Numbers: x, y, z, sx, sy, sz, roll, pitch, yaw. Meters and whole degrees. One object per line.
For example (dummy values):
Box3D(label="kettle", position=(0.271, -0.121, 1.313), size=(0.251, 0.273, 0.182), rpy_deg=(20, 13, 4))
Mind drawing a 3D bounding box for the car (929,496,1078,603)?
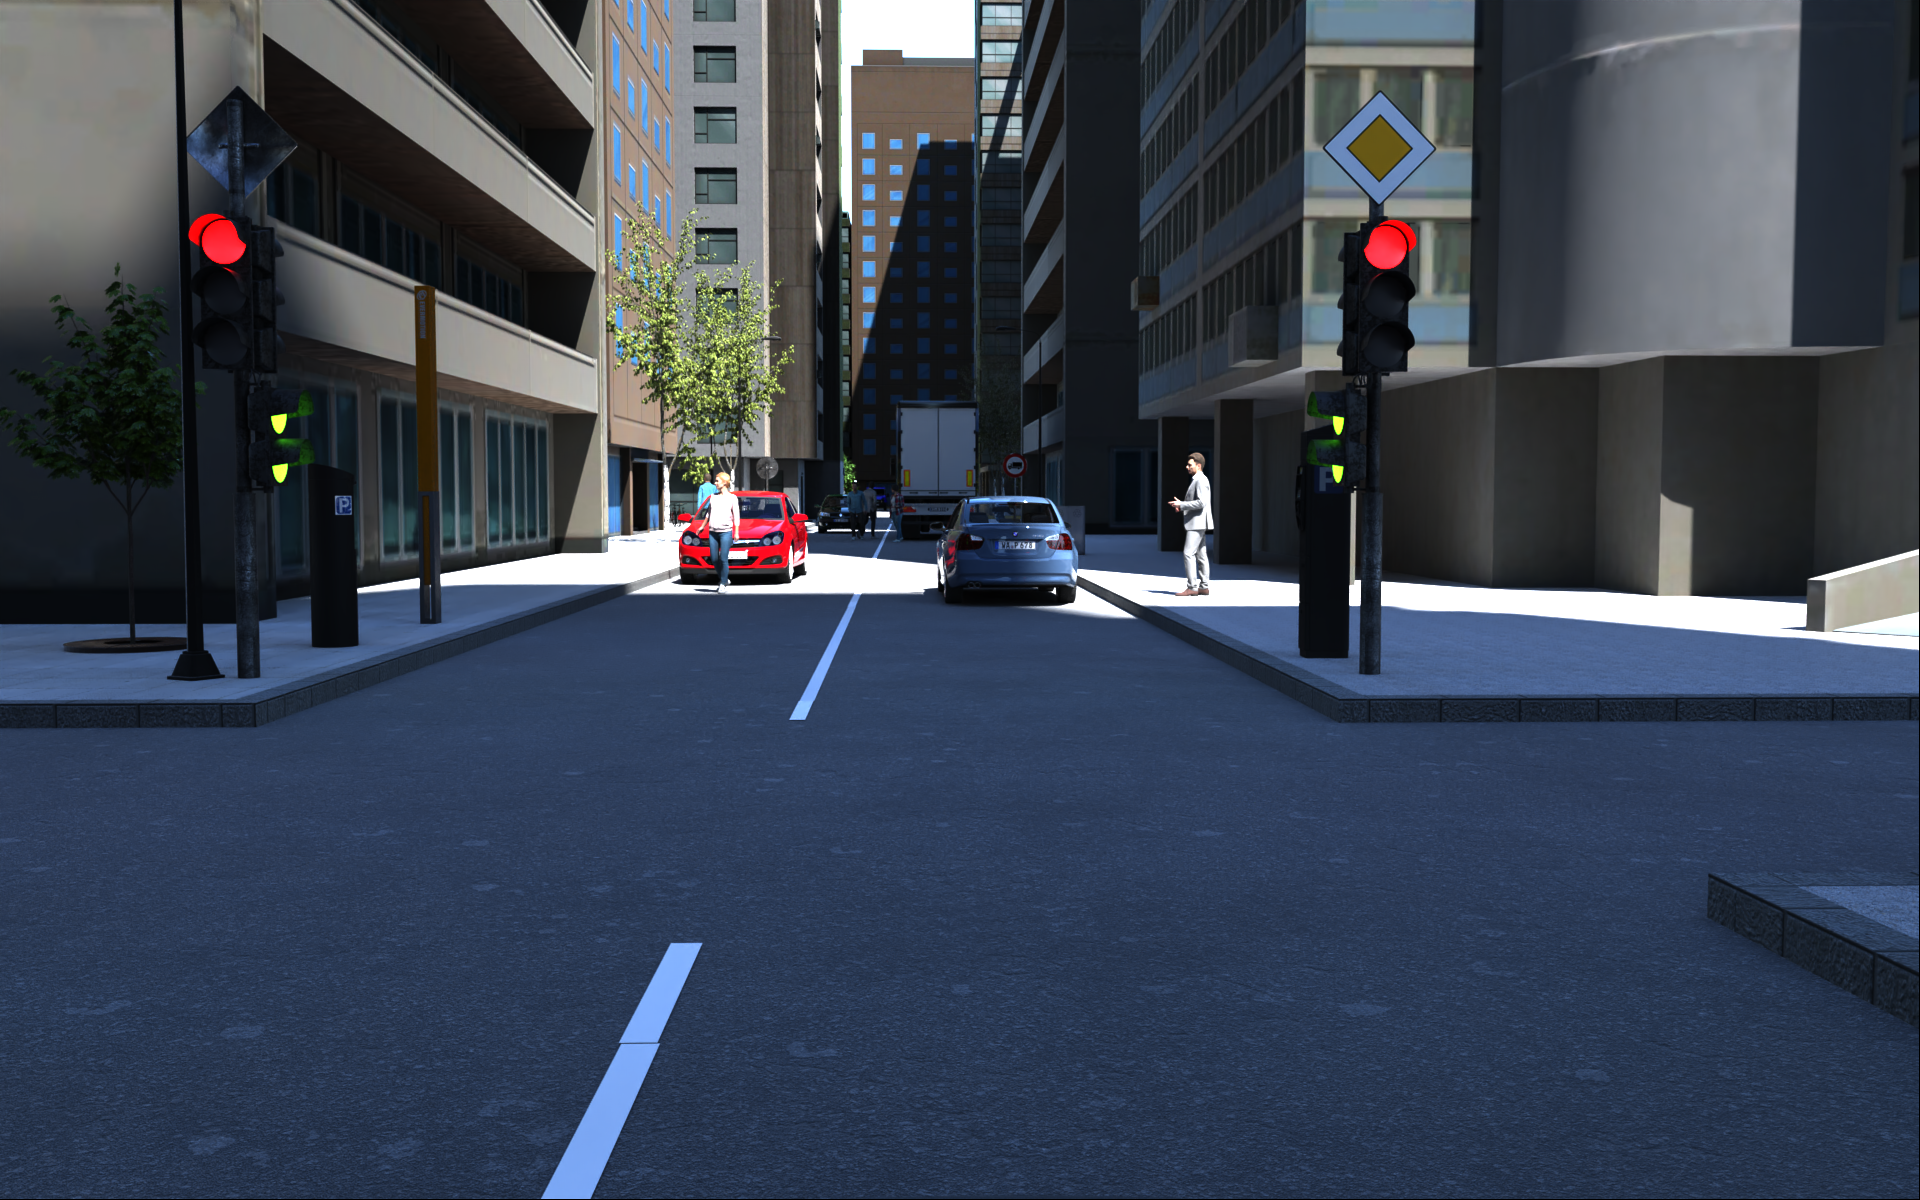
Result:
Box3D(label="car", position=(0.598, -0.736, 24.035), size=(2.014, 1.417, 4.499), rpy_deg=(0, 4, -3))

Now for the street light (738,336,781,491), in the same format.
Box3D(label="street light", position=(-5.960, -4.808, 51.144), size=(1.470, 5.913, 1.316), rpy_deg=(0, 4, -2))

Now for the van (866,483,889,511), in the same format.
Box3D(label="van", position=(-7.303, -8.930, 150.392), size=(2.240, 2.365, 5.245), rpy_deg=(0, 4, -3))

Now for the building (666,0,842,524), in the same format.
Box3D(label="building", position=(-12.685, -18.842, 79.768), size=(14.160, 30.474, 14.107), rpy_deg=(0, 4, -2))

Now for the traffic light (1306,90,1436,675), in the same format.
Box3D(label="traffic light", position=(2.906, -1.427, 12.245), size=(0.839, 4.253, 0.868), rpy_deg=(0, 4, -2))

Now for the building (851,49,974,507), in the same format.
Box3D(label="building", position=(-3.836, -32.306, 178.318), size=(14.200, 45.320, 14.600), rpy_deg=(0, 4, -2))

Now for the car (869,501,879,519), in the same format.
Box3D(label="car", position=(-5.703, -5.542, 100.403), size=(2.009, 1.686, 4.222), rpy_deg=(0, 4, -1))

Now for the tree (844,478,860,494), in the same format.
Box3D(label="tree", position=(-10.266, -10.278, 162.645), size=(1.663, 3.219, 1.824), rpy_deg=(0, 3, 0))

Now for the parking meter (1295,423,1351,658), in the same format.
Box3D(label="parking meter", position=(2.846, -0.482, 13.594), size=(0.399, 1.863, 0.255), rpy_deg=(0, 3, 0))

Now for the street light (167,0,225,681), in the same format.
Box3D(label="street light", position=(-4.773, -2.406, 11.880), size=(1.470, 5.913, 1.316), rpy_deg=(0, 4, -2))

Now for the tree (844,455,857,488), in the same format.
Box3D(label="tree", position=(-8.821, -8.294, 119.322), size=(4.285, 4.588, 4.351), rpy_deg=(0, 3, 0))

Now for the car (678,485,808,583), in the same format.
Box3D(label="car", position=(-3.586, -1.226, 29.086), size=(2.155, 1.783, 4.494), rpy_deg=(0, 3, 0))

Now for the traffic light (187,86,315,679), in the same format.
Box3D(label="traffic light", position=(-4.951, -1.411, 11.983), size=(0.839, 4.253, 0.868), rpy_deg=(0, 4, -2))

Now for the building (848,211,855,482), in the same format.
Box3D(label="building", position=(-17.995, -24.894, 178.720), size=(14.107, 30.474, 14.160), rpy_deg=(0, 4, -2))

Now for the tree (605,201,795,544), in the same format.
Box3D(label="tree", position=(-7.313, -5.749, 44.360), size=(4.737, 8.622, 4.395), rpy_deg=(0, 3, 0))

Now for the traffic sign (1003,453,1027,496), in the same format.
Box3D(label="traffic sign", position=(1.713, -3.297, 54.009), size=(0.768, 2.556, 0.104), rpy_deg=(0, 4, -1))

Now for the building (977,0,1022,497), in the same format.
Box3D(label="building", position=(8.230, -27.168, 127.794), size=(14.154, 41.232, 14.086), rpy_deg=(0, 4, -2))

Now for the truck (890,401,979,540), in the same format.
Box3D(label="truck", position=(-0.894, -4.207, 57.704), size=(2.839, 4.237, 11.283), rpy_deg=(0, 4, -2))

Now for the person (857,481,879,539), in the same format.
Box3D(label="person", position=(-2.945, -2.891, 55.617), size=(0.661, 1.843, 0.795), rpy_deg=(3, 5, 41))

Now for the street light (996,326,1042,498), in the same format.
Box3D(label="street light", position=(1.684, -4.621, 48.089), size=(1.470, 5.913, 1.316), rpy_deg=(0, 4, -2))

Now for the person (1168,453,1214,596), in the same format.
Box3D(label="person", position=(2.899, -0.954, 21.838), size=(0.583, 1.804, 0.606), rpy_deg=(0, 3, 0))

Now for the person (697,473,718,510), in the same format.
Box3D(label="person", position=(-6.114, -2.189, 42.177), size=(0.601, 1.785, 0.444), rpy_deg=(-1, 4, -21))

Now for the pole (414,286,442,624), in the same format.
Box3D(label="pole", position=(-5.250, -1.422, 17.085), size=(0.158, 3.312, 0.155), rpy_deg=(0, 3, 0))

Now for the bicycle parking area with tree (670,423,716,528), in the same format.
Box3D(label="bicycle parking area with tree", position=(-12.521, -5.039, 69.392), size=(8.231, 4.147, 9.016), rpy_deg=(2, 4, 23))

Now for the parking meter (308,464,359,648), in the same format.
Box3D(label="parking meter", position=(-5.278, -0.378, 14.586), size=(0.372, 1.533, 0.369), rpy_deg=(0, 3, 0))

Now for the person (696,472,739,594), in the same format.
Box3D(label="person", position=(-3.479, -0.973, 25.080), size=(0.731, 1.740, 0.598), rpy_deg=(1, 4, 12))

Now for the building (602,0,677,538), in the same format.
Box3D(label="building", position=(-16.853, -24.696, 53.895), size=(14.600, 45.320, 14.200), rpy_deg=(0, 4, -2))

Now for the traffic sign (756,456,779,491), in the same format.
Box3D(label="traffic sign", position=(-6.527, -3.581, 58.648), size=(0.768, 2.556, 0.104), rpy_deg=(0, 4, 2))

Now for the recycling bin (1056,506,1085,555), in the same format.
Box3D(label="recycling bin", position=(2.269, -1.482, 36.785), size=(0.722, 1.027, 0.722), rpy_deg=(0, 4, -1))

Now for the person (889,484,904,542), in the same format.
Box3D(label="person", position=(-1.857, -2.584, 51.580), size=(0.643, 1.720, 0.563), rpy_deg=(-3, 4, -38))

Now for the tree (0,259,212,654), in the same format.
Box3D(label="tree", position=(-6.931, -1.216, 14.476), size=(1.663, 3.219, 1.824), rpy_deg=(0, 3, 0))

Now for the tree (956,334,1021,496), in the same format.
Box3D(label="tree", position=(1.825, -7.866, 78.977), size=(4.360, 8.622, 3.978), rpy_deg=(0, 3, 0))

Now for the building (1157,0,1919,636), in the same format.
Box3D(label="building", position=(15.962, -20.630, 29.188), size=(23.993, 40.220, 32.217), rpy_deg=(0, 4, -2))

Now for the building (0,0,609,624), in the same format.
Box3D(label="building", position=(-18.040, -24.593, 25.791), size=(21.300, 48.544, 21.600), rpy_deg=(0, 4, -2))

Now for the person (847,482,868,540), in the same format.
Box3D(label="person", position=(-3.206, -2.793, 54.179), size=(0.660, 1.820, 0.620), rpy_deg=(0, 4, 3))

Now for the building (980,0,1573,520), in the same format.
Box3D(label="building", position=(17.622, -25.494, 108.708), size=(32.217, 40.220, 23.993), rpy_deg=(0, 4, -2))

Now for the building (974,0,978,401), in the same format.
Box3D(label="building", position=(15.117, -34.201, 148.420), size=(28.713, 52.752, 27.495), rpy_deg=(0, 4, -2))

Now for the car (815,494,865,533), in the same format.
Box3D(label="car", position=(-4.380, -3.341, 64.412), size=(2.009, 1.686, 4.222), rpy_deg=(0, 4, -2))

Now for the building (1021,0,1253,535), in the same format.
Box3D(label="building", position=(13.630, -26.933, 64.060), size=(21.300, 48.544, 21.600), rpy_deg=(0, 4, -2))

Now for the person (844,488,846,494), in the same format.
Box3D(label="person", position=(-9.916, -8.646, 147.491), size=(0.705, 1.814, 1.350), rpy_deg=(0, 4, 5))
